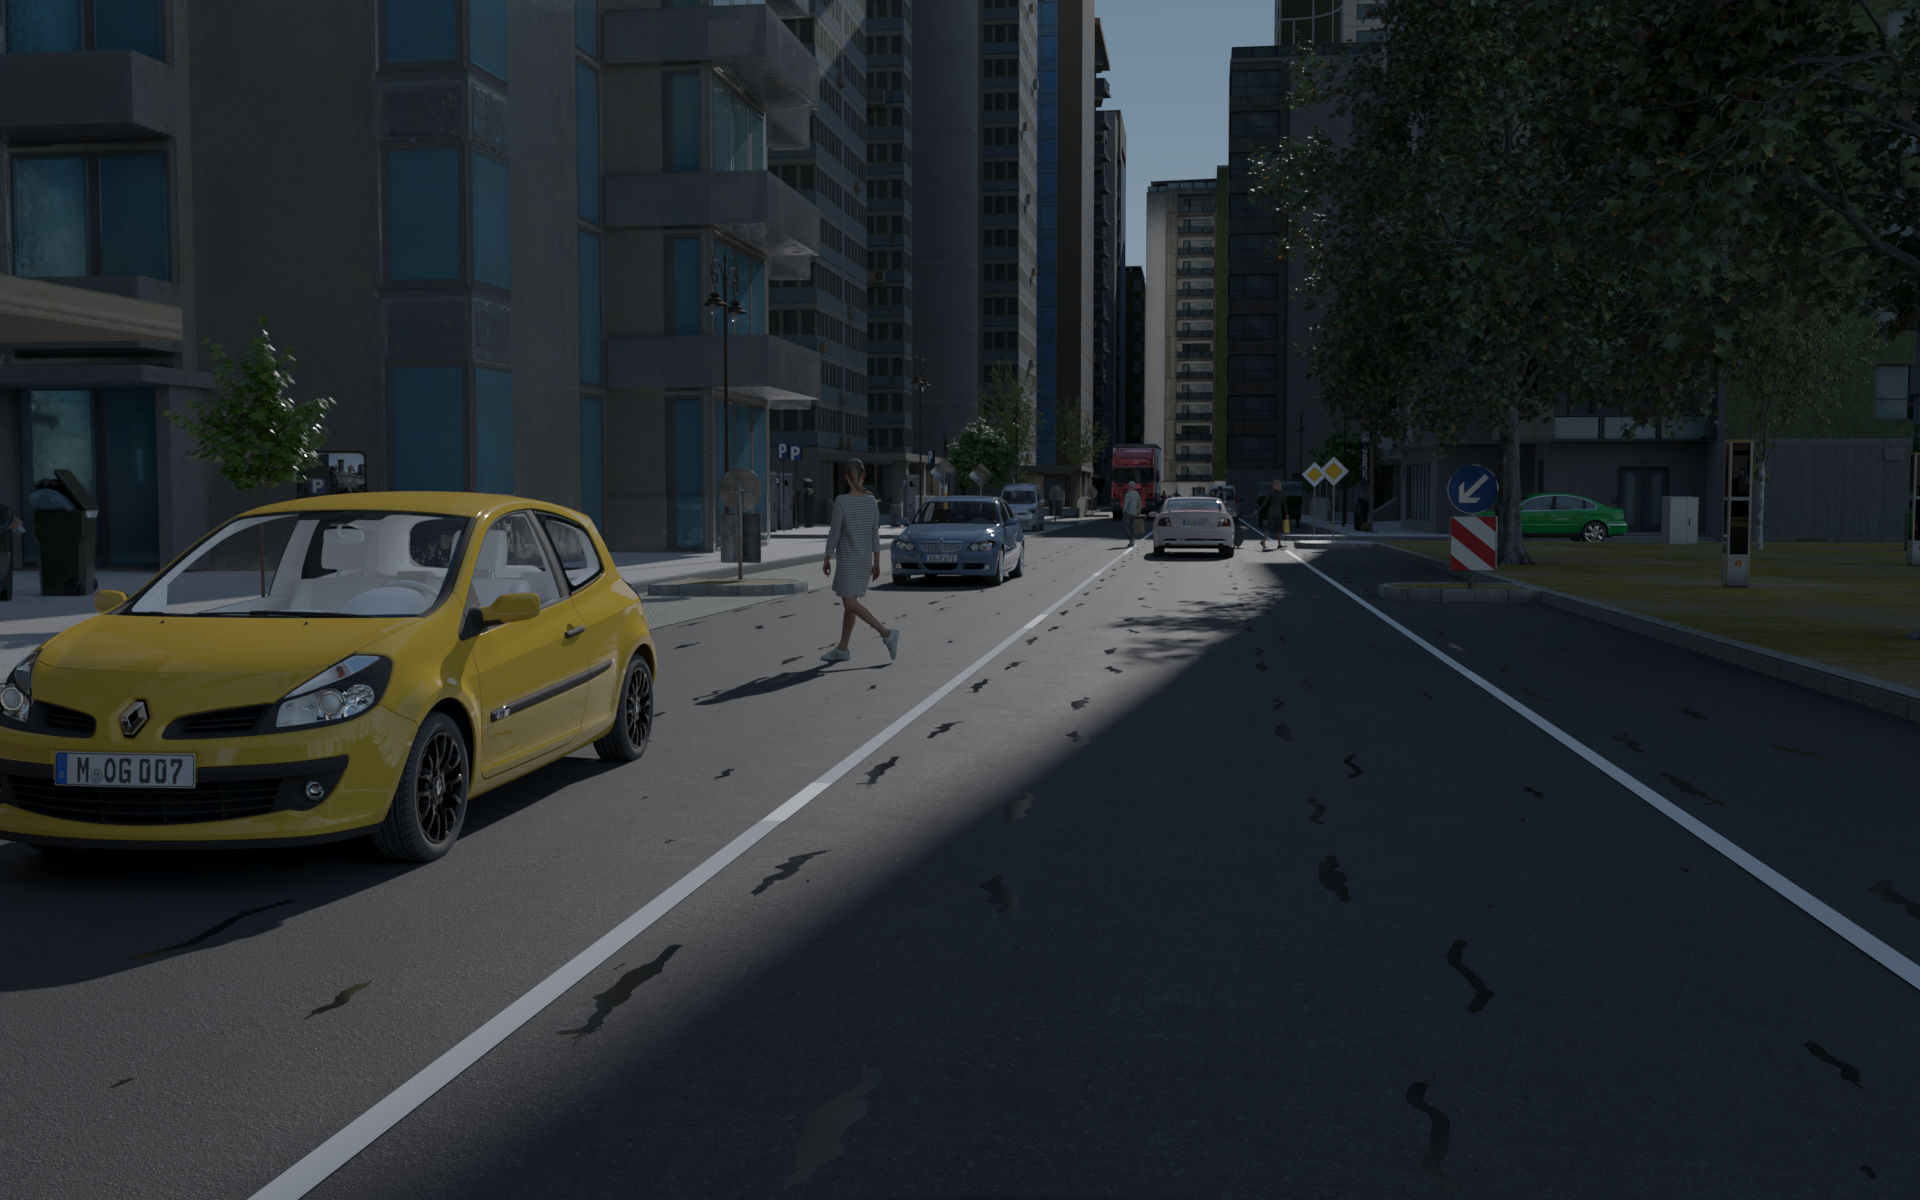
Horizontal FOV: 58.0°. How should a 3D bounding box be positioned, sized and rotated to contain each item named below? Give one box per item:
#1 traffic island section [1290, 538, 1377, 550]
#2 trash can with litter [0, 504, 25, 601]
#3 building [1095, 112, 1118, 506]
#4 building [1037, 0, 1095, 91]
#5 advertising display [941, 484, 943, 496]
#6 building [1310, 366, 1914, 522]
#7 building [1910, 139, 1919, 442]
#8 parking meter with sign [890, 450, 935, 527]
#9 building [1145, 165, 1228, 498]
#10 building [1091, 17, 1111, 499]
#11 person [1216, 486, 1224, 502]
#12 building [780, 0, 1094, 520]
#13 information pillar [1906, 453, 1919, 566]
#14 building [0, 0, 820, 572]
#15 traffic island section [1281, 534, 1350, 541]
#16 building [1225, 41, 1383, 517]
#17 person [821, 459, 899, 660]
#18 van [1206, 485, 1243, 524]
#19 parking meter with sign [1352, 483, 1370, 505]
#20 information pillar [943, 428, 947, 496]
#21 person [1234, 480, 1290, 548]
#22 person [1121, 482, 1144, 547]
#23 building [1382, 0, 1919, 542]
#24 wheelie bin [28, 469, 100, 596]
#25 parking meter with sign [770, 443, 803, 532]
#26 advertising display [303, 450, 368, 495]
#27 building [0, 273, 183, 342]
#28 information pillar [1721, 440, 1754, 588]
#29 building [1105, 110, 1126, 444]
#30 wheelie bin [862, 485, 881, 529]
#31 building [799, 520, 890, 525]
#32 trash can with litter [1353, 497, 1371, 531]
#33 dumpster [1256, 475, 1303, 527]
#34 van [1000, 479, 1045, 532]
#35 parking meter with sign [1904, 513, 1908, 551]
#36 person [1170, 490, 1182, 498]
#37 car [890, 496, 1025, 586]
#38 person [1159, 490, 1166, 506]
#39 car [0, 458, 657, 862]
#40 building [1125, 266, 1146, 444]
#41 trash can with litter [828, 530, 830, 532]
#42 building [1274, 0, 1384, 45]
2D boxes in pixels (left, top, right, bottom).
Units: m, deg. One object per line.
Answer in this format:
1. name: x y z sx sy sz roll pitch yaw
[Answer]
1. traffic island section: 9.975 -1.465 46.240 2.009 0.180 2.903 0 4 8
2. trash can with litter: -11.489 -0.560 20.546 0.624 1.170 1.055 -1 4 -22
3. building: 9.018 -30.436 181.225 14.154 41.232 14.086 0 4 8
4. building: 3.267 -29.816 137.607 14.600 45.320 14.200 0 4 8
5. advertising display: -1.162 -5.652 97.624 0.974 1.923 0.123 3 5 43
6. building: 34.388 -24.092 85.788 32.217 40.220 23.993 0 4 8
7. building: 51.477 -28.902 61.781 27.495 52.752 28.713 0 4 8
8. parking meter with sign: -1.895 -4.414 68.430 1.738 3.016 0.543 -1 4 -23
9. building: 30.430 -32.703 218.290 14.086 41.232 14.154 0 4 8
10. building: 2.346 -30.877 159.455 22.147 44.769 28.867 0 4 8
11. person: 12.184 -4.422 80.830 0.654 1.822 0.581 1 4 9
12. building: -7.939 -25.567 109.896 32.217 40.220 23.993 0 4 8
13. information pillar: 17.042 -1.606 30.749 0.304 2.012 0.304 1 4 14
14. building: -19.143 -25.610 38.333 30.456 49.044 23.786 0 4 8
15. traffic island section: 11.083 -1.949 54.149 2.009 0.180 2.903 0 4 8
16. building: 24.785 -20.987 114.833 14.160 30.474 14.107 0 4 8
17. person: -0.853 -0.342 14.835 0.760 1.731 0.466 1 4 18
18. van: 12.815 -4.751 84.682 2.013 2.044 4.112 1 4 9
19. parking meter with sign: 24.028 -6.476 102.142 1.738 3.016 0.543 1 4 9
20. information pillar: -0.536 -4.288 61.461 0.183 3.616 0.504 -1 4 -10
21. person: 7.996 -2.275 45.906 1.509 1.804 0.699 2 4 29
22. person: 4.762 -2.350 47.401 0.515 1.767 0.782 3 5 44
23. building: 21.646 -22.820 56.703 14.086 41.232 14.154 0 4 8
24. wheelie bin: -11.349 -0.858 21.939 0.693 1.594 0.980 -1 4 -13
25. parking meter with sign: -6.358 -4.003 61.716 0.543 3.016 1.738 2 4 33
26. advertising display: -9.284 -1.251 25.671 0.974 1.923 0.123 -1 4 -16
27. building: -22.748 -25.361 3.884 28.713 52.752 27.495 0 4 8
28. information pillar: 10.638 -1.175 23.706 0.304 2.012 0.304 1 4 12
29. building: 11.577 -33.579 199.124 14.200 45.320 14.600 0 4 8
30. wheelie bin: -3.352 -3.370 63.011 0.980 1.594 0.693 -3 5 -43
31. building: -17.444 -23.676 78.979 32.217 40.220 23.993 0 4 8
32. trash can with litter: 14.003 -2.968 59.906 0.624 1.170 1.055 -1 4 -10
33. dumpster: 13.773 -4.267 74.720 1.985 2.255 1.502 0 4 8
34. van: 2.315 -3.646 66.626 2.013 2.044 4.112 0 4 7
35. parking meter with sign: 22.020 -2.625 39.173 1.738 3.016 0.543 -3 4 -36
36. person: 19.356 -8.949 154.906 1.350 1.814 0.705 0 4 -1
37. car: 0.036 -1.025 28.755 2.014 1.417 4.499 1 4 9
38. person: 17.265 -8.465 147.625 0.721 1.743 1.217 -1 4 -22
39. car: -2.719 0.133 8.045 2.015 1.641 3.980 0 4 7
40. building: 16.474 -27.455 220.596 14.107 30.474 14.160 0 4 8
41. trash can with litter: -3.645 -2.908 58.607 1.678 1.210 2.233 -1 4 -12
42. building: 42.913 -46.017 190.623 20.563 71.187 20.611 0 4 8
